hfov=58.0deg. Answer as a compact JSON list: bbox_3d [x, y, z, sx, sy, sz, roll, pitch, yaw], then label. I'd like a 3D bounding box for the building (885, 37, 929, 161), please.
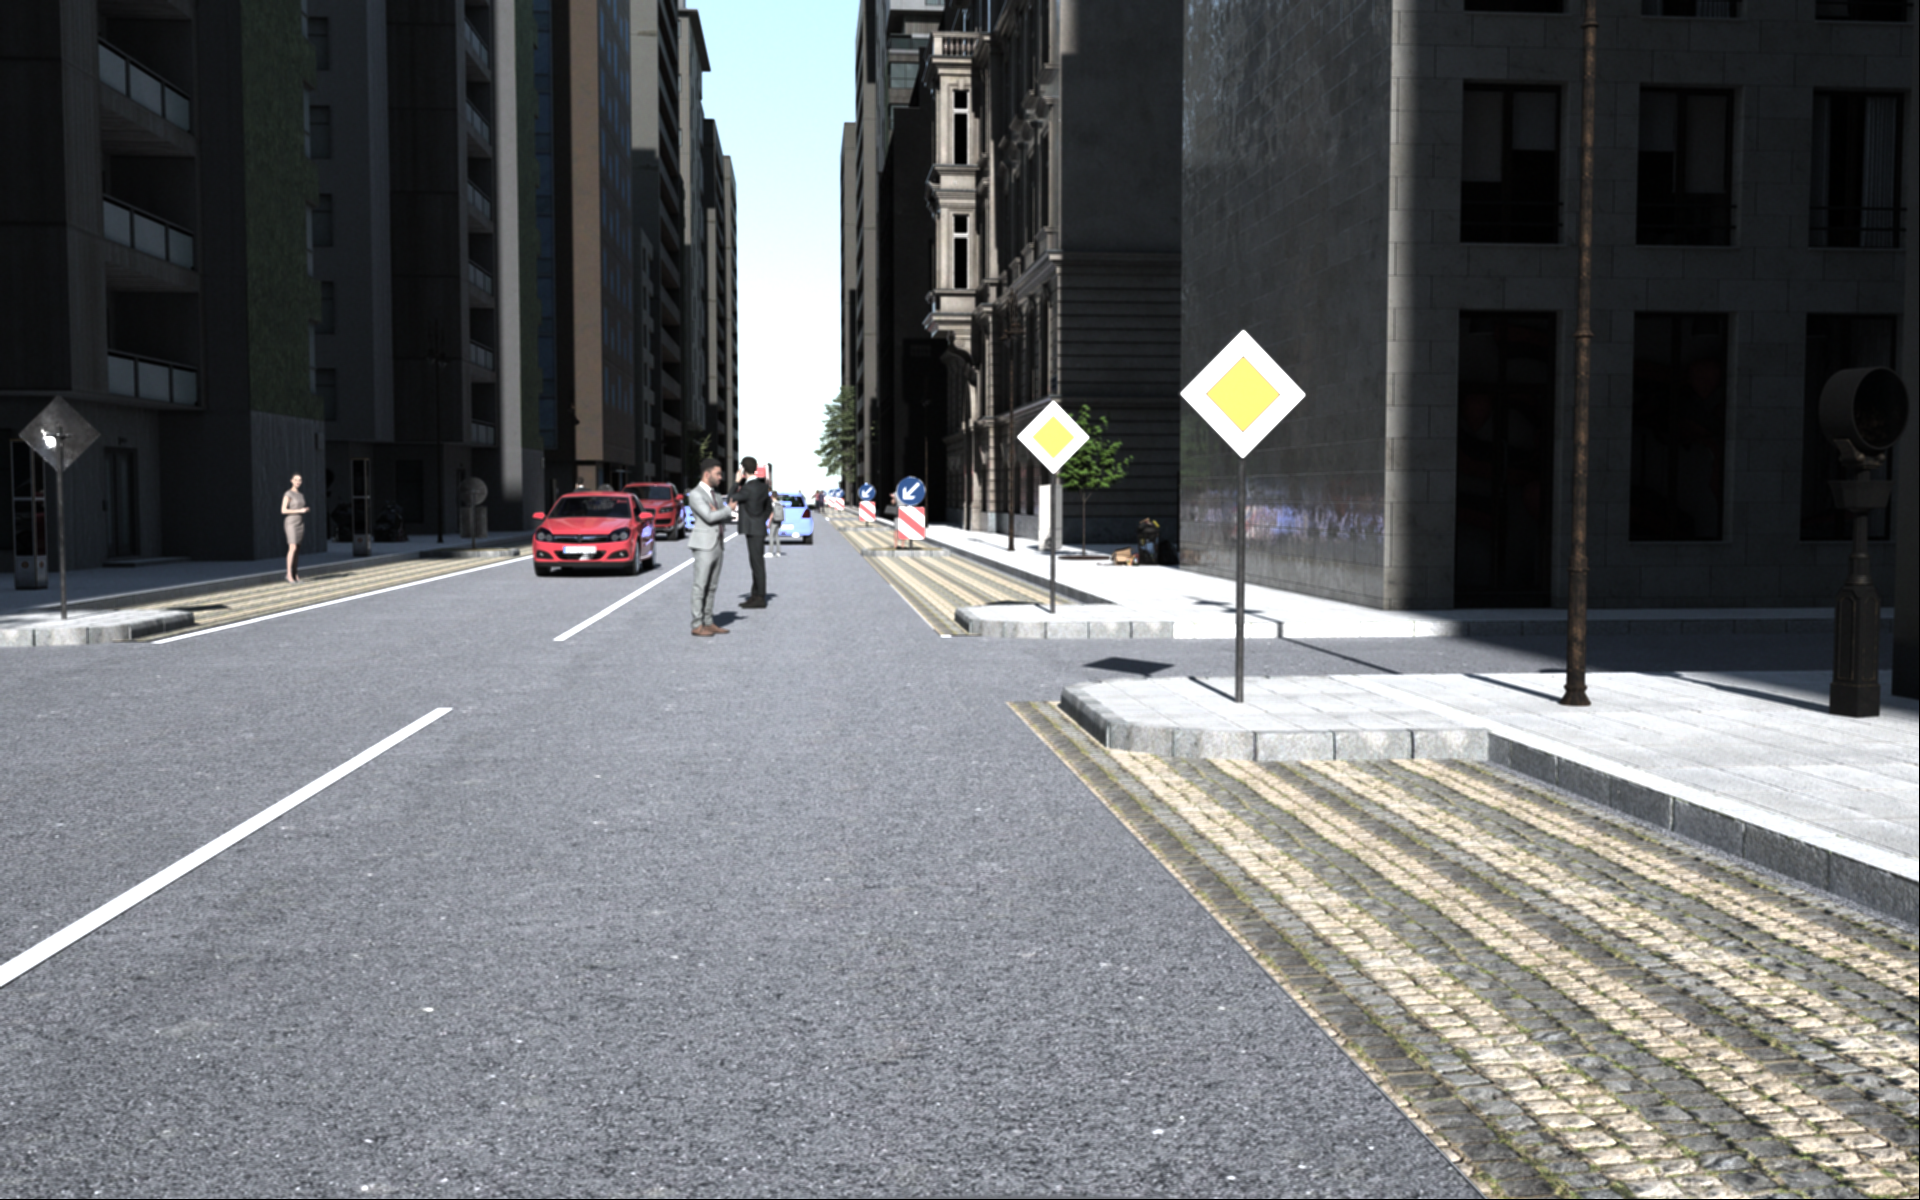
[{"bbox_3d":[2.018,-20.945,114.159,14.160,30.474,14.107,0,4,-5],"label":"building"}]

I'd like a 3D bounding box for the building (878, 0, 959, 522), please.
[{"bbox_3d":[2.444,-15.694,86.282,12.332,23.373,15.834,0,4,-5],"label":"building"}]

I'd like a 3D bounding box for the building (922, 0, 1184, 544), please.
[{"bbox_3d":[6.019,-14.783,60.786,14.460,24.649,34.723,0,4,-5],"label":"building"}]

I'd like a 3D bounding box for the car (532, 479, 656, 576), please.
[{"bbox_3d":[-6.633,-1.382,31.643,2.155,1.783,4.494,0,4,-4],"label":"car"}]

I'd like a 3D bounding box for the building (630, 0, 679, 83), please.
[{"bbox_3d":[-32.522,-30.970,130.068,21.300,48.544,21.600,0,4,-5],"label":"building"}]

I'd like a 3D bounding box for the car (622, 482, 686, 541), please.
[{"bbox_3d":[-9.782,-2.801,54.477,2.281,1.827,5.304,0,4,-5],"label":"car"}]

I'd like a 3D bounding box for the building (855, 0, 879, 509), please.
[{"bbox_3d":[1.430,-32.740,159.004,21.300,48.544,21.600,0,4,-5],"label":"building"}]

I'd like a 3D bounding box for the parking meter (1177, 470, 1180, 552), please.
[{"bbox_3d":[4.950,-1.982,38.112,0.255,1.863,0.399,2,4,26],"label":"parking meter"}]

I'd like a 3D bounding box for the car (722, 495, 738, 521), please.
[{"bbox_3d":[-11.338,-4.418,84.591,2.083,1.381,4.827,0,4,-5],"label":"car"}]

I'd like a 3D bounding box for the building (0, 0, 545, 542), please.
[{"bbox_3d":[-21.909,-22.787,56.159,14.154,41.232,14.086,0,4,-5],"label":"building"}]

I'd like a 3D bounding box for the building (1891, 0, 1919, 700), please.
[{"bbox_3d":[17.504,-23.021,0.102,21.300,48.544,21.600,0,4,-5],"label":"building"}]

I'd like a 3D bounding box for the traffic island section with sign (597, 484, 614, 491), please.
[{"bbox_3d":[-13.691,-3.572,67.028,1.989,1.847,2.006,0,4,-5],"label":"traffic island section with sign"}]

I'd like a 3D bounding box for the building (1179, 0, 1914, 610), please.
[{"bbox_3d":[12.574,-10.376,24.398,16.860,20.320,10.420,0,4,-5],"label":"building"}]

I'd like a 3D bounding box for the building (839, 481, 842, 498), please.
[{"bbox_3d":[-0.657,-33.561,240.602,32.217,40.220,23.993,0,4,-5],"label":"building"}]

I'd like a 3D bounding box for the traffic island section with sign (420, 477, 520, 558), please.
[{"bbox_3d":[-11.198,-1.902,39.728,1.989,1.847,2.006,0,4,-5],"label":"traffic island section with sign"}]

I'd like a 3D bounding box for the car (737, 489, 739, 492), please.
[{"bbox_3d":[-17.513,-8.116,141.376,2.281,1.827,5.304,0,4,-5],"label":"car"}]

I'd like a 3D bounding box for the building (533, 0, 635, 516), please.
[{"bbox_3d":[-22.554,-26.181,78.169,14.600,45.320,14.200,0,4,-5],"label":"building"}]

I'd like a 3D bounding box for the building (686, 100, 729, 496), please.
[{"bbox_3d":[-40.163,-36.032,212.830,21.300,48.544,21.600,0,4,-5],"label":"building"}]

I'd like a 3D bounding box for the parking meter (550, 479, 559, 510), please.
[{"bbox_3d":[-15.623,-3.732,66.724,0.255,1.863,0.399,0,4,2],"label":"parking meter"}]

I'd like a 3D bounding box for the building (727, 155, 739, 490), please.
[{"bbox_3d":[-41.223,-37.362,234.572,21.300,48.544,21.600,0,4,-5],"label":"building"}]

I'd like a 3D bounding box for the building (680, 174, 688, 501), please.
[{"bbox_3d":[-31.108,-23.080,149.060,14.160,30.474,14.107,0,4,-5],"label":"building"}]

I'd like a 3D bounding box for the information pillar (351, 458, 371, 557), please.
[{"bbox_3d":[-12.297,-1.900,35.563,0.304,2.012,0.304,0,4,-5],"label":"information pillar"}]

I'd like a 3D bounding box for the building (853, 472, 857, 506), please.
[{"bbox_3d":[-1.819,-46.272,194.795,20.563,71.187,20.611,0,4,-5],"label":"building"}]

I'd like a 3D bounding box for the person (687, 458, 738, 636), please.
[{"bbox_3d":[-2.503,-0.546,17.605,0.466,1.800,0.511,0,4,7],"label":"person"}]

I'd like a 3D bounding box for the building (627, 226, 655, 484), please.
[{"bbox_3d":[-33.855,-15.928,105.466,27.650,21.520,28.899,0,4,-5],"label":"building"}]

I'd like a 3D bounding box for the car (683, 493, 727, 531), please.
[{"bbox_3d":[-9.949,-3.492,66.690,1.945,1.707,3.694,0,4,-6],"label":"car"}]

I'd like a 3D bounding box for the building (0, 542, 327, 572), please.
[{"bbox_3d":[-20.383,-21.166,29.661,14.154,41.232,14.086,0,4,-5],"label":"building"}]

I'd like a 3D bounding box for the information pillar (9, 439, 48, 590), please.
[{"bbox_3d":[-12.496,-1.147,23.252,0.304,2.012,0.304,0,3,0],"label":"information pillar"}]

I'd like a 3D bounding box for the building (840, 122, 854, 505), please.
[{"bbox_3d":[-3.999,-36.254,216.455,21.300,48.544,21.600,0,4,-5],"label":"building"}]

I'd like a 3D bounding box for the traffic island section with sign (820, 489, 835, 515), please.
[{"bbox_3d":[-8.308,-6.661,117.538,1.989,1.847,2.006,0,4,-5],"label":"traffic island section with sign"}]

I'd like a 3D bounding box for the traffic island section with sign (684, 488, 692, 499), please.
[{"bbox_3d":[-18.157,-6.581,116.223,1.989,1.847,2.006,0,4,-5],"label":"traffic island section with sign"}]

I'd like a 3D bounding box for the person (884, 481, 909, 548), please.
[{"bbox_3d":[-1.566,-2.137,43.801,0.716,1.782,0.532,0,4,-1],"label":"person"}]

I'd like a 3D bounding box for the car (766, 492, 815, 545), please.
[{"bbox_3d":[-5.156,-2.488,50.276,1.945,1.707,3.694,0,4,-7],"label":"car"}]

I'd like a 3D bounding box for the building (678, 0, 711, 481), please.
[{"bbox_3d":[-41.827,-36.587,187.430,28.713,52.752,27.495,0,4,-5],"label":"building"}]

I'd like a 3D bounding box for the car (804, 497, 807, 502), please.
[{"bbox_3d":[-18.922,-11.778,202.360,2.009,1.686,4.222,0,4,-4],"label":"car"}]

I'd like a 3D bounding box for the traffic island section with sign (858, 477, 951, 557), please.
[{"bbox_3d":[-1.288,-1.932,40.224,1.989,1.847,2.006,0,4,-5],"label":"traffic island section with sign"}]

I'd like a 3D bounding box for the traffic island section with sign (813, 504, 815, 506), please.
[{"bbox_3d":[-15.813,-11.703,199.978,1.989,1.847,2.006,0,4,-5],"label":"traffic island section with sign"}]

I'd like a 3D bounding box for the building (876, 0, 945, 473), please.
[{"bbox_3d":[7.431,-33.369,134.817,28.713,52.752,27.495,0,4,-5],"label":"building"}]

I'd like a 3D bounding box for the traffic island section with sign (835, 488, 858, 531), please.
[{"bbox_3d":[-3.752,-3.599,67.468,1.989,1.847,2.006,0,4,-5],"label":"traffic island section with sign"}]

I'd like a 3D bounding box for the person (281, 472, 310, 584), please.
[{"bbox_3d":[-10.636,-1.157,27.757,0.374,1.781,0.599,1,4,12],"label":"person"}]
